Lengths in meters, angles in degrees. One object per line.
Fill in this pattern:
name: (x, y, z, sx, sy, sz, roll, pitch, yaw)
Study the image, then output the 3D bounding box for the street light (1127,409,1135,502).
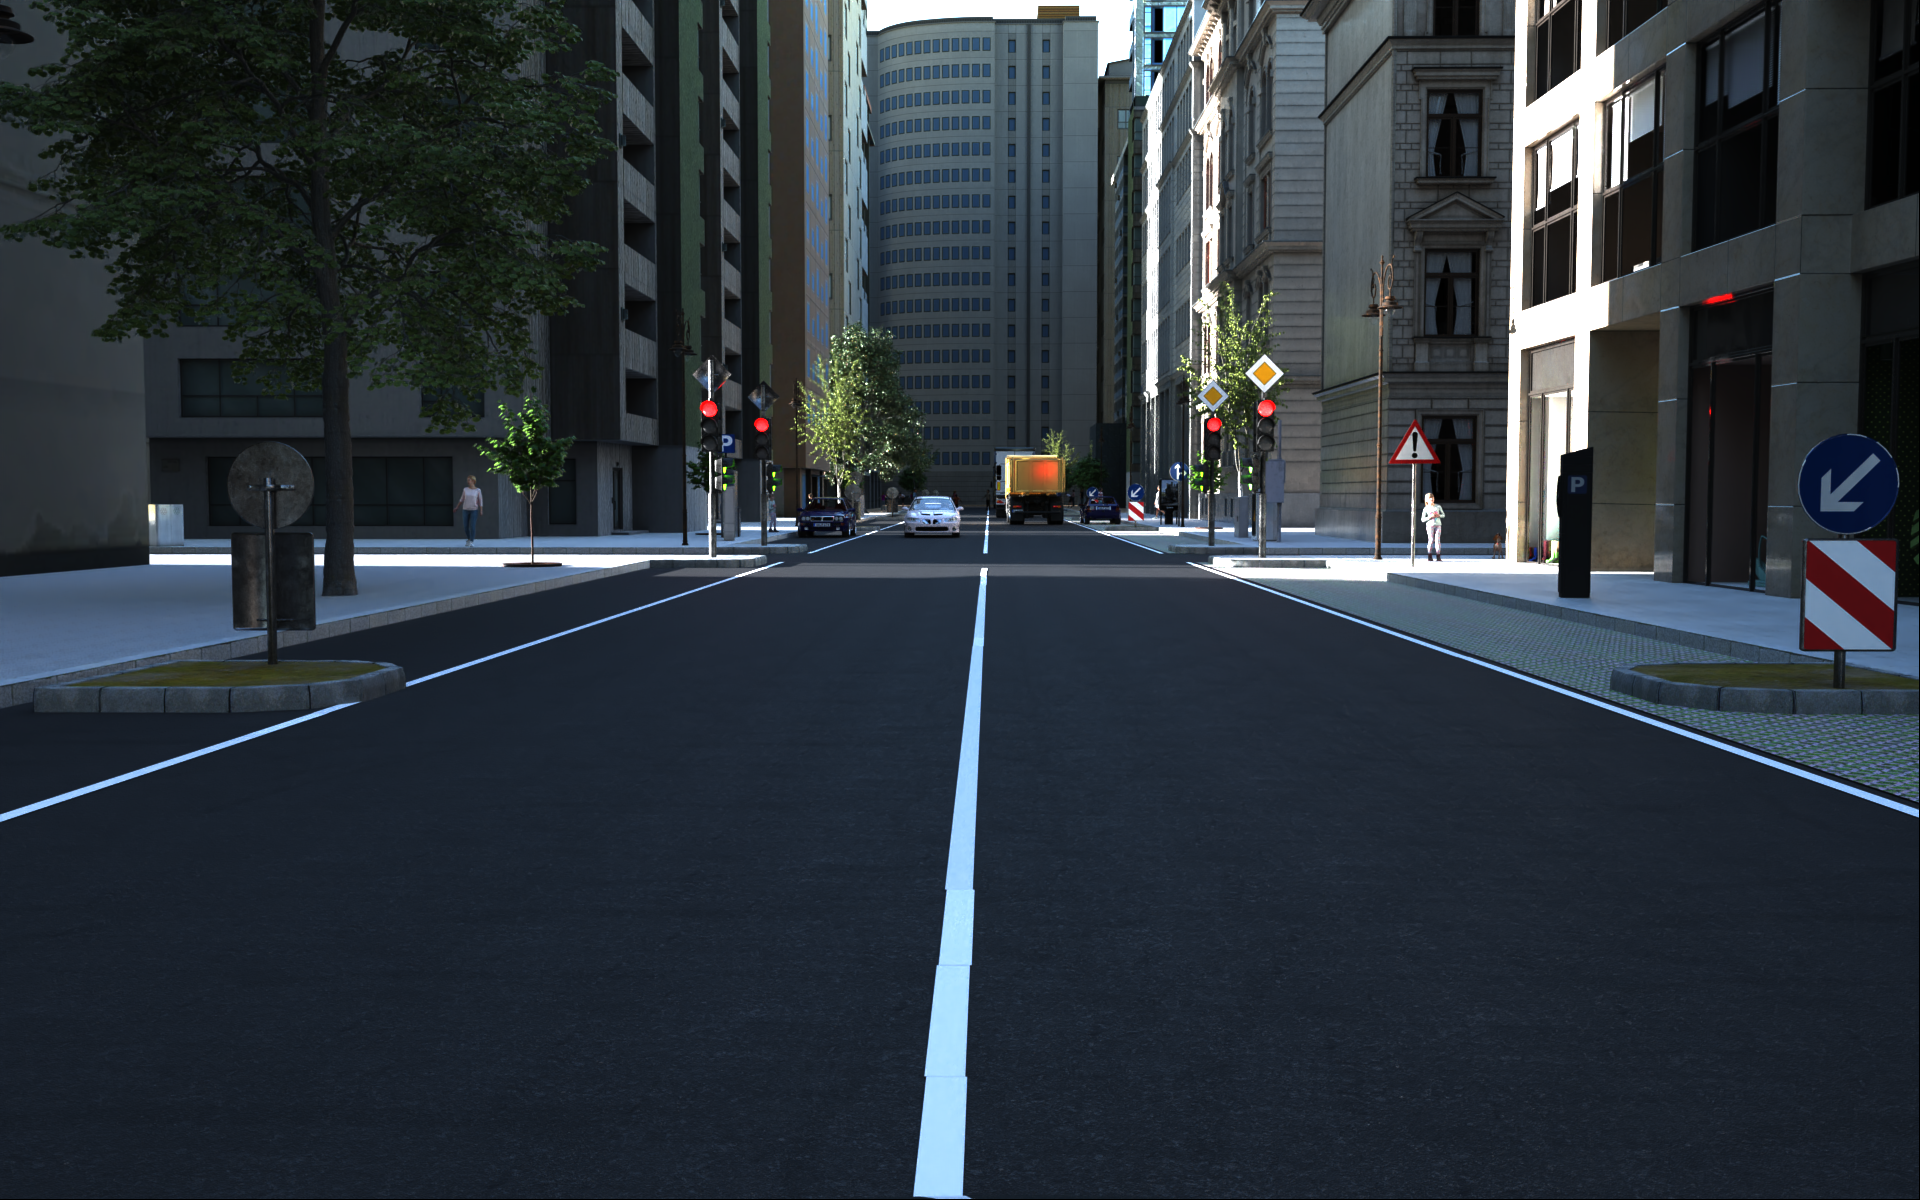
street light: (9.112, -7.316, 92.400, 0.468, 5.910, 1.993, 0, 4, 1)

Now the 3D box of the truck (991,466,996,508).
truck: (4.595, -11.169, 171.522, 2.839, 4.237, 11.283, 0, 4, -1)

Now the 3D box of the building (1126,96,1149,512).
building: (19.328, -21.860, 129.105, 14.160, 30.474, 14.107, 0, 4, 1)

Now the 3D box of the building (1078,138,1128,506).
building: (28.696, -29.769, 178.612, 32.217, 40.220, 23.993, 0, 4, 1)

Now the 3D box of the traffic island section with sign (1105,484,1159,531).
traffic island section with sign: (6.681, -3.600, 67.487, 1.989, 1.847, 2.006, 0, 4, 1)

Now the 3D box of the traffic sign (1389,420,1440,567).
traffic sign: (7.946, -1.855, 30.329, 0.884, 2.594, 0.081, 0, 4, 5)

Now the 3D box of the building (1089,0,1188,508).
building: (23.420, -51.203, 149.839, 22.319, 86.520, 31.000, 0, 4, 1)

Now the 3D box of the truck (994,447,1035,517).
truck: (3.499, -7.374, 109.473, 2.839, 4.237, 11.283, 0, 4, 2)

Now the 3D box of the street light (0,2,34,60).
street light: (-7.416, -2.445, 12.759, 0.468, 5.910, 1.993, 0, 4, 1)

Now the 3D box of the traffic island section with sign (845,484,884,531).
traffic island section with sign: (-4.138, -3.615, 67.741, 1.989, 1.847, 2.006, 0, 4, 1)

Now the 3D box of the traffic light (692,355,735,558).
traffic light: (-4.987, -2.816, 34.967, 0.839, 4.253, 0.868, 0, 4, 1)

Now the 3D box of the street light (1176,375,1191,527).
street light: (8.667, -5.777, 67.237, 0.468, 5.910, 1.993, 0, 4, 1)

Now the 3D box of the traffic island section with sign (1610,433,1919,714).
traffic island section with sign: (5.726, -0.214, 12.129, 1.989, 1.847, 2.006, 0, 4, 1)

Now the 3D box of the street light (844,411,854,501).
street light: (-6.023, -7.411, 93.962, 0.468, 5.910, 1.993, 0, 4, 1)

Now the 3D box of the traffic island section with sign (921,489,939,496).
traffic island section with sign: (-2.819, -8.330, 144.825, 1.989, 1.847, 2.006, 0, 4, 1)

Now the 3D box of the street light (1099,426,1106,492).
street light: (9.584, -8.848, 117.450, 0.468, 5.910, 1.993, 0, 4, 1)

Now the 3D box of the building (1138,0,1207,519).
building: (17.443, -19.894, 102.760, 11.434, 29.767, 29.804, 0, 4, 1)

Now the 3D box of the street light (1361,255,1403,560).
street light: (8.177, -3.726, 33.709, 0.468, 5.910, 1.993, 0, 4, 1)

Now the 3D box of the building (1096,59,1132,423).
building: (30.150, -38.397, 217.031, 27.495, 52.752, 28.713, 0, 4, 1)

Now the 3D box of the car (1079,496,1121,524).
car: (6.684, -4.291, 82.741, 1.945, 1.354, 3.894, 0, 4, 0)

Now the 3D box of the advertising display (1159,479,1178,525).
advertising display: (8.800, -4.142, 72.928, 0.974, 1.923, 0.123, -2, 4, -32)

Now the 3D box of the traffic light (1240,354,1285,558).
traffic light: (6.073, -2.806, 34.795, 0.839, 4.253, 0.868, 0, 4, 1)

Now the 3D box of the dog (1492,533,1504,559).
dog: (10.681, -1.073, 34.378, 0.406, 0.507, 0.540, -1, 4, -21)

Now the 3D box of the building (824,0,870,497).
building: (-21.195, -33.212, 132.262, 28.713, 52.752, 27.495, 0, 4, 1)

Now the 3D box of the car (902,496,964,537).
car: (-0.920, -2.835, 58.711, 2.083, 1.381, 4.827, 0, 3, 0)

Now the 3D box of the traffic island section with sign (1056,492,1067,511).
traffic island section with sign: (8.012, -8.373, 145.518, 1.989, 1.847, 2.006, 0, 4, 1)

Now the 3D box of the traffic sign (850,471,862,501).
traffic sign: (-5.839, -5.905, 96.644, 0.768, 2.556, 0.104, 0, 4, 7)

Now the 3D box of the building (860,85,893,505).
building: (-22.096, -32.168, 180.576, 28.867, 44.769, 22.147, 0, 4, 1)

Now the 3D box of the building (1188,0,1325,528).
building: (18.171, -17.661, 76.151, 14.401, 28.519, 23.554, 0, 4, 1)

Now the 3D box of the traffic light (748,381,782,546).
traffic light: (-4.850, -3.305, 42.951, 0.839, 4.253, 0.868, 0, 4, 1)

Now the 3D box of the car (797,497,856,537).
car: (-4.467, -2.805, 58.448, 1.945, 1.354, 3.894, 0, 4, 1)

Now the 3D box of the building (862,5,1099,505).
building: (2.231, -41.057, 213.277, 28.212, 58.520, 21.231, 0, 4, 1)

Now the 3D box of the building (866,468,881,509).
building: (-17.670, -43.906, 156.123, 20.563, 71.187, 20.611, 0, 4, 1)

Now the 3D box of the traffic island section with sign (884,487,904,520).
traffic island section with sign: (-3.664, -5.319, 95.590, 1.989, 1.847, 2.006, 0, 4, 1)

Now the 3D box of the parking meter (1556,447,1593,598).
parking meter: (7.600, -0.962, 21.443, 0.399, 1.863, 0.255, 1, 4, 12)

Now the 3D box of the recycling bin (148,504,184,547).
recycling bin: (-19.630, -1.840, 42.635, 0.722, 1.027, 0.722, 2, 4, 34)

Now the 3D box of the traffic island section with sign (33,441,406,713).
traffic island section with sign: (-5.091, -0.224, 12.297, 1.989, 1.847, 2.006, 0, 4, 1)

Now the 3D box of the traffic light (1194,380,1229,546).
traffic light: (6.209, -3.294, 42.779, 0.839, 4.253, 0.868, 0, 4, 1)

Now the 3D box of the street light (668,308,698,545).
street light: (-6.888, -4.308, 43.230, 0.468, 5.910, 1.993, 0, 4, 1)

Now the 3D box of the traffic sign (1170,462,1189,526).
traffic sign: (8.679, -4.188, 68.579, 0.768, 2.556, 0.104, 0, 4, 5)

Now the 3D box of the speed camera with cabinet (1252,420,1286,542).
speed camera with cabinet: (8.340, -3.216, 46.916, 0.660, 3.252, 2.038, 0, 4, 1)

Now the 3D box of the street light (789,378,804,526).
street light: (-6.495, -5.879, 68.912, 0.468, 5.910, 1.993, 0, 4, 1)

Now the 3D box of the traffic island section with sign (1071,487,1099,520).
traffic island section with sign: (7.159, -5.311, 95.464, 1.989, 1.847, 2.006, 0, 4, 1)

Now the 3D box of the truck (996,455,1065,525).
truck: (3.585, -5.442, 84.905, 3.469, 3.379, 9.791, 0, 4, 0)
